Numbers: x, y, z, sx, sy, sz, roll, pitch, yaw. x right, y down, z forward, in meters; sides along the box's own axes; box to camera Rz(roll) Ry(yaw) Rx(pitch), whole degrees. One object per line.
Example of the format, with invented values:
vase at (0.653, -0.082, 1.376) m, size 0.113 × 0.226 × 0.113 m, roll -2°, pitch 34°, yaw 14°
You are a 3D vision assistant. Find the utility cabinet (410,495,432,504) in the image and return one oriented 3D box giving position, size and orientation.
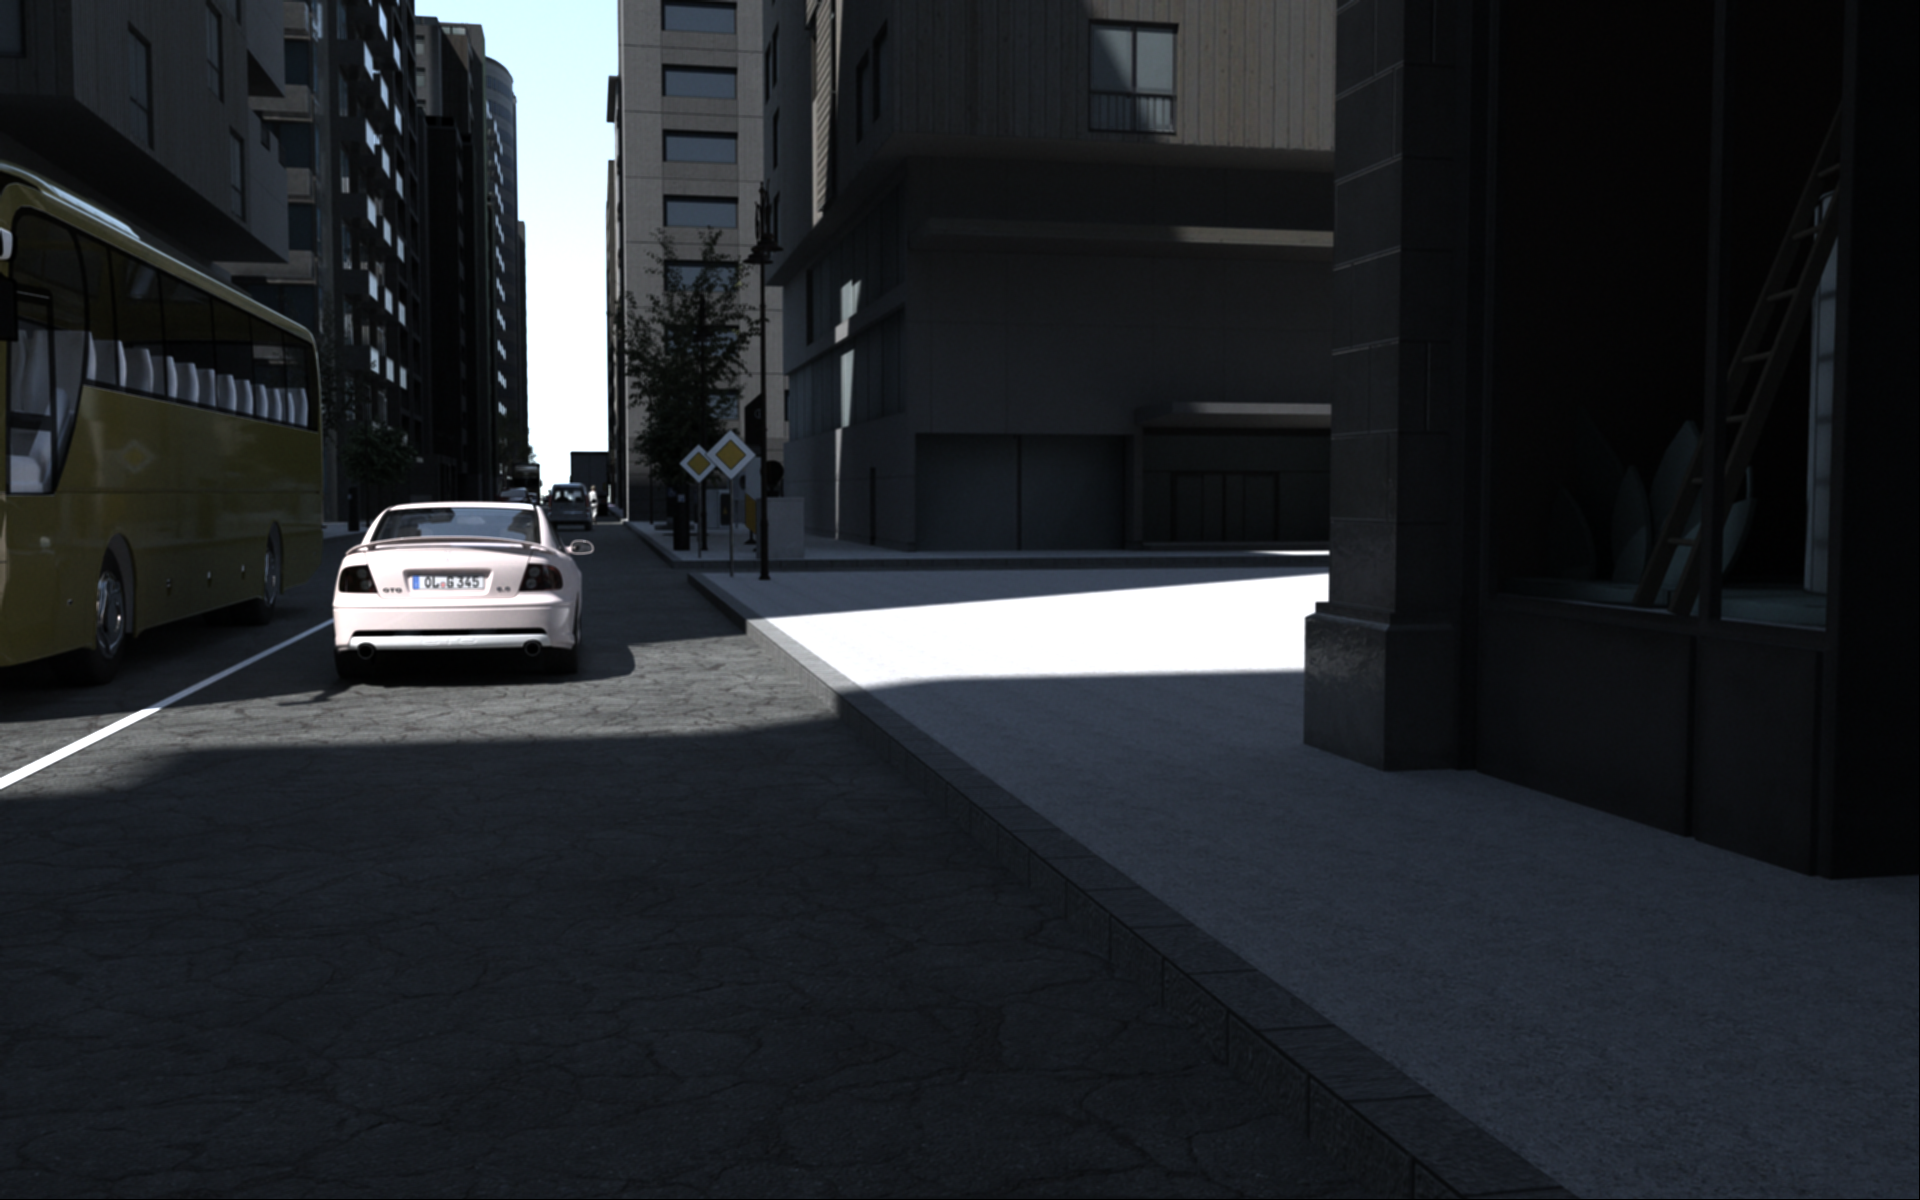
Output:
utility cabinet at (-26.890, -4.602, 86.411) m, size 1.020 × 1.237 × 0.306 m, roll 0°, pitch 4°, yaw 6°

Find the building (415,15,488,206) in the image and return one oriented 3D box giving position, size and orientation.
building at (-47.048, -28.216, 144.930) m, size 14.154 × 41.232 × 14.086 m, roll -1°, pitch 4°, yaw -12°

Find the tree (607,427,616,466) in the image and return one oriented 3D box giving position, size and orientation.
tree at (-37.056, -14.718, 190.993) m, size 4.360 × 8.622 × 3.978 m, roll 0°, pitch 3°, yaw 0°

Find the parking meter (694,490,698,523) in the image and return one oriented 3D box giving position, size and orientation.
parking meter at (-11.589, -4.175, 76.677) m, size 0.372 × 1.533 × 0.369 m, roll 0°, pitch 3°, yaw 0°

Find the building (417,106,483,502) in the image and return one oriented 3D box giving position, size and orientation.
building at (-44.178, -22.005, 131.483) m, size 14.160 × 30.474 × 14.107 m, roll -1°, pitch 4°, yaw -12°

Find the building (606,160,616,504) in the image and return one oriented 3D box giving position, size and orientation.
building at (-37.872, -37.722, 240.463) m, size 21.300 × 48.544 × 21.600 m, roll -1°, pitch 4°, yaw -12°

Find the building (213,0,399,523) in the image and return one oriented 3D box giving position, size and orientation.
building at (-39.879, -28.453, 84.818) m, size 23.786 × 49.044 × 30.456 m, roll -1°, pitch 4°, yaw -12°

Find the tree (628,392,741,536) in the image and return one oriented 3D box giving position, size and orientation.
tree at (-8.661, -4.307, 54.134) m, size 4.285 × 4.588 × 4.351 m, roll 0°, pitch 3°, yaw 0°

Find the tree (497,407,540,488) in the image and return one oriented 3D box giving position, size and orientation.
tree at (-47.580, -15.143, 181.992) m, size 8.767 × 10.594 × 7.601 m, roll 3°, pitch 5°, yaw 42°

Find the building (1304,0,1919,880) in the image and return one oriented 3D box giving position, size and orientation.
building at (6.380, -9.600, 7.865) m, size 10.553 × 20.767 × 40.483 m, roll -1°, pitch 4°, yaw -12°

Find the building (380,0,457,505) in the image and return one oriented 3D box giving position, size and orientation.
building at (-44.159, -41.228, 112.324) m, size 20.563 × 71.187 × 20.611 m, roll -1°, pitch 4°, yaw -12°

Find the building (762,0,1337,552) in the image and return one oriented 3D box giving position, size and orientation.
building at (8.516, -28.179, 49.968) m, size 27.495 × 52.752 × 28.713 m, roll -1°, pitch 4°, yaw -12°

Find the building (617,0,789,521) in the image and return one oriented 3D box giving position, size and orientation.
building at (-8.227, -33.851, 95.456) m, size 21.231 × 58.520 × 28.212 m, roll -1°, pitch 4°, yaw -12°

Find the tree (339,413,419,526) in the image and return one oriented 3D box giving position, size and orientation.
tree at (-23.737, -5.316, 70.629) m, size 4.285 × 4.588 × 4.351 m, roll 0°, pitch 3°, yaw 0°

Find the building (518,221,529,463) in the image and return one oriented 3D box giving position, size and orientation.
building at (-70.000, -34.674, 250.511) m, size 14.154 × 41.232 × 14.086 m, roll -1°, pitch 4°, yaw -12°

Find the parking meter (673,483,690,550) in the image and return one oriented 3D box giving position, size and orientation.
parking meter at (-6.361, -1.904, 39.540) m, size 0.372 × 1.533 × 0.369 m, roll 0°, pitch 3°, yaw 0°

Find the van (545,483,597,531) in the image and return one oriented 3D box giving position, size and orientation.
van at (-15.446, -3.770, 68.652) m, size 2.013 × 2.044 × 4.112 m, roll -1°, pitch 4°, yaw -11°

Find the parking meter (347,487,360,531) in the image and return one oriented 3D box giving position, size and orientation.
parking meter at (-20.885, -3.132, 59.623) m, size 0.372 × 1.533 × 0.369 m, roll 0°, pitch 3°, yaw 0°

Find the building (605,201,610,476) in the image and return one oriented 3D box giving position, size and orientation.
building at (-45.541, -37.194, 258.233) m, size 14.600 × 45.320 × 14.200 m, roll -1°, pitch 4°, yaw -12°

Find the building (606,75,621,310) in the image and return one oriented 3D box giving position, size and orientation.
building at (-29.233, -38.389, 216.894) m, size 28.713 × 52.752 × 27.495 m, roll -1°, pitch 4°, yaw -12°

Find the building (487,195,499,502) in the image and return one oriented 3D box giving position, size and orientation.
building at (-50.136, -23.687, 158.988) m, size 14.160 × 30.474 × 14.107 m, roll -1°, pitch 4°, yaw -12°

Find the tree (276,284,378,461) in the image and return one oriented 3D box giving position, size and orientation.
tree at (-22.788, -6.789, 61.364) m, size 4.360 × 8.622 × 3.978 m, roll 0°, pitch 3°, yaw 0°

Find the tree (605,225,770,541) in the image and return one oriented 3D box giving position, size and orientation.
tree at (-7.295, -5.894, 46.722) m, size 4.737 × 8.622 × 4.395 m, roll 0°, pitch 3°, yaw 0°

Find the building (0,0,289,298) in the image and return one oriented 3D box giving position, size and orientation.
building at (-32.311, -27.634, 41.050) m, size 28.713 × 52.752 × 27.495 m, roll -1°, pitch 4°, yaw -12°

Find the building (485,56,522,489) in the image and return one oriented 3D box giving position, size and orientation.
building at (-69.482, -41.986, 228.465) m, size 21.231 × 58.520 × 28.212 m, roll -1°, pitch 4°, yaw -12°

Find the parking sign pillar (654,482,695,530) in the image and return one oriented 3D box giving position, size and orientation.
parking sign pillar at (-10.256, -4.508, 62.175) m, size 1.447 × 3.967 × 1.447 m, roll 0°, pitch 4°, yaw -1°

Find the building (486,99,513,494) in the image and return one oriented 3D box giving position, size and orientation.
building at (-64.267, -35.447, 199.165) m, size 23.786 × 49.044 × 30.456 m, roll -1°, pitch 4°, yaw -12°

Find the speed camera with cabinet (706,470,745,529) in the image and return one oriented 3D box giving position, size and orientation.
speed camera with cabinet at (-8.615, -4.273, 64.196) m, size 0.660 × 3.252 × 2.038 m, roll 2°, pitch 4°, yaw 27°

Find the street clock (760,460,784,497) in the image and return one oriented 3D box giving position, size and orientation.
street clock at (-4.052, -2.005, 37.358) m, size 0.471 × 2.002 × 0.358 m, roll -1°, pitch 4°, yaw -19°

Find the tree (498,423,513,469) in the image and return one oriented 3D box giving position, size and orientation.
tree at (-46.242, -13.471, 170.615) m, size 4.737 × 8.622 × 4.395 m, roll 0°, pitch 3°, yaw 0°

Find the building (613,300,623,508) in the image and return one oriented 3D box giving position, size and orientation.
building at (-19.949, -19.974, 171.611) m, size 27.650 × 21.520 × 28.899 m, roll -1°, pitch 4°, yaw -12°
